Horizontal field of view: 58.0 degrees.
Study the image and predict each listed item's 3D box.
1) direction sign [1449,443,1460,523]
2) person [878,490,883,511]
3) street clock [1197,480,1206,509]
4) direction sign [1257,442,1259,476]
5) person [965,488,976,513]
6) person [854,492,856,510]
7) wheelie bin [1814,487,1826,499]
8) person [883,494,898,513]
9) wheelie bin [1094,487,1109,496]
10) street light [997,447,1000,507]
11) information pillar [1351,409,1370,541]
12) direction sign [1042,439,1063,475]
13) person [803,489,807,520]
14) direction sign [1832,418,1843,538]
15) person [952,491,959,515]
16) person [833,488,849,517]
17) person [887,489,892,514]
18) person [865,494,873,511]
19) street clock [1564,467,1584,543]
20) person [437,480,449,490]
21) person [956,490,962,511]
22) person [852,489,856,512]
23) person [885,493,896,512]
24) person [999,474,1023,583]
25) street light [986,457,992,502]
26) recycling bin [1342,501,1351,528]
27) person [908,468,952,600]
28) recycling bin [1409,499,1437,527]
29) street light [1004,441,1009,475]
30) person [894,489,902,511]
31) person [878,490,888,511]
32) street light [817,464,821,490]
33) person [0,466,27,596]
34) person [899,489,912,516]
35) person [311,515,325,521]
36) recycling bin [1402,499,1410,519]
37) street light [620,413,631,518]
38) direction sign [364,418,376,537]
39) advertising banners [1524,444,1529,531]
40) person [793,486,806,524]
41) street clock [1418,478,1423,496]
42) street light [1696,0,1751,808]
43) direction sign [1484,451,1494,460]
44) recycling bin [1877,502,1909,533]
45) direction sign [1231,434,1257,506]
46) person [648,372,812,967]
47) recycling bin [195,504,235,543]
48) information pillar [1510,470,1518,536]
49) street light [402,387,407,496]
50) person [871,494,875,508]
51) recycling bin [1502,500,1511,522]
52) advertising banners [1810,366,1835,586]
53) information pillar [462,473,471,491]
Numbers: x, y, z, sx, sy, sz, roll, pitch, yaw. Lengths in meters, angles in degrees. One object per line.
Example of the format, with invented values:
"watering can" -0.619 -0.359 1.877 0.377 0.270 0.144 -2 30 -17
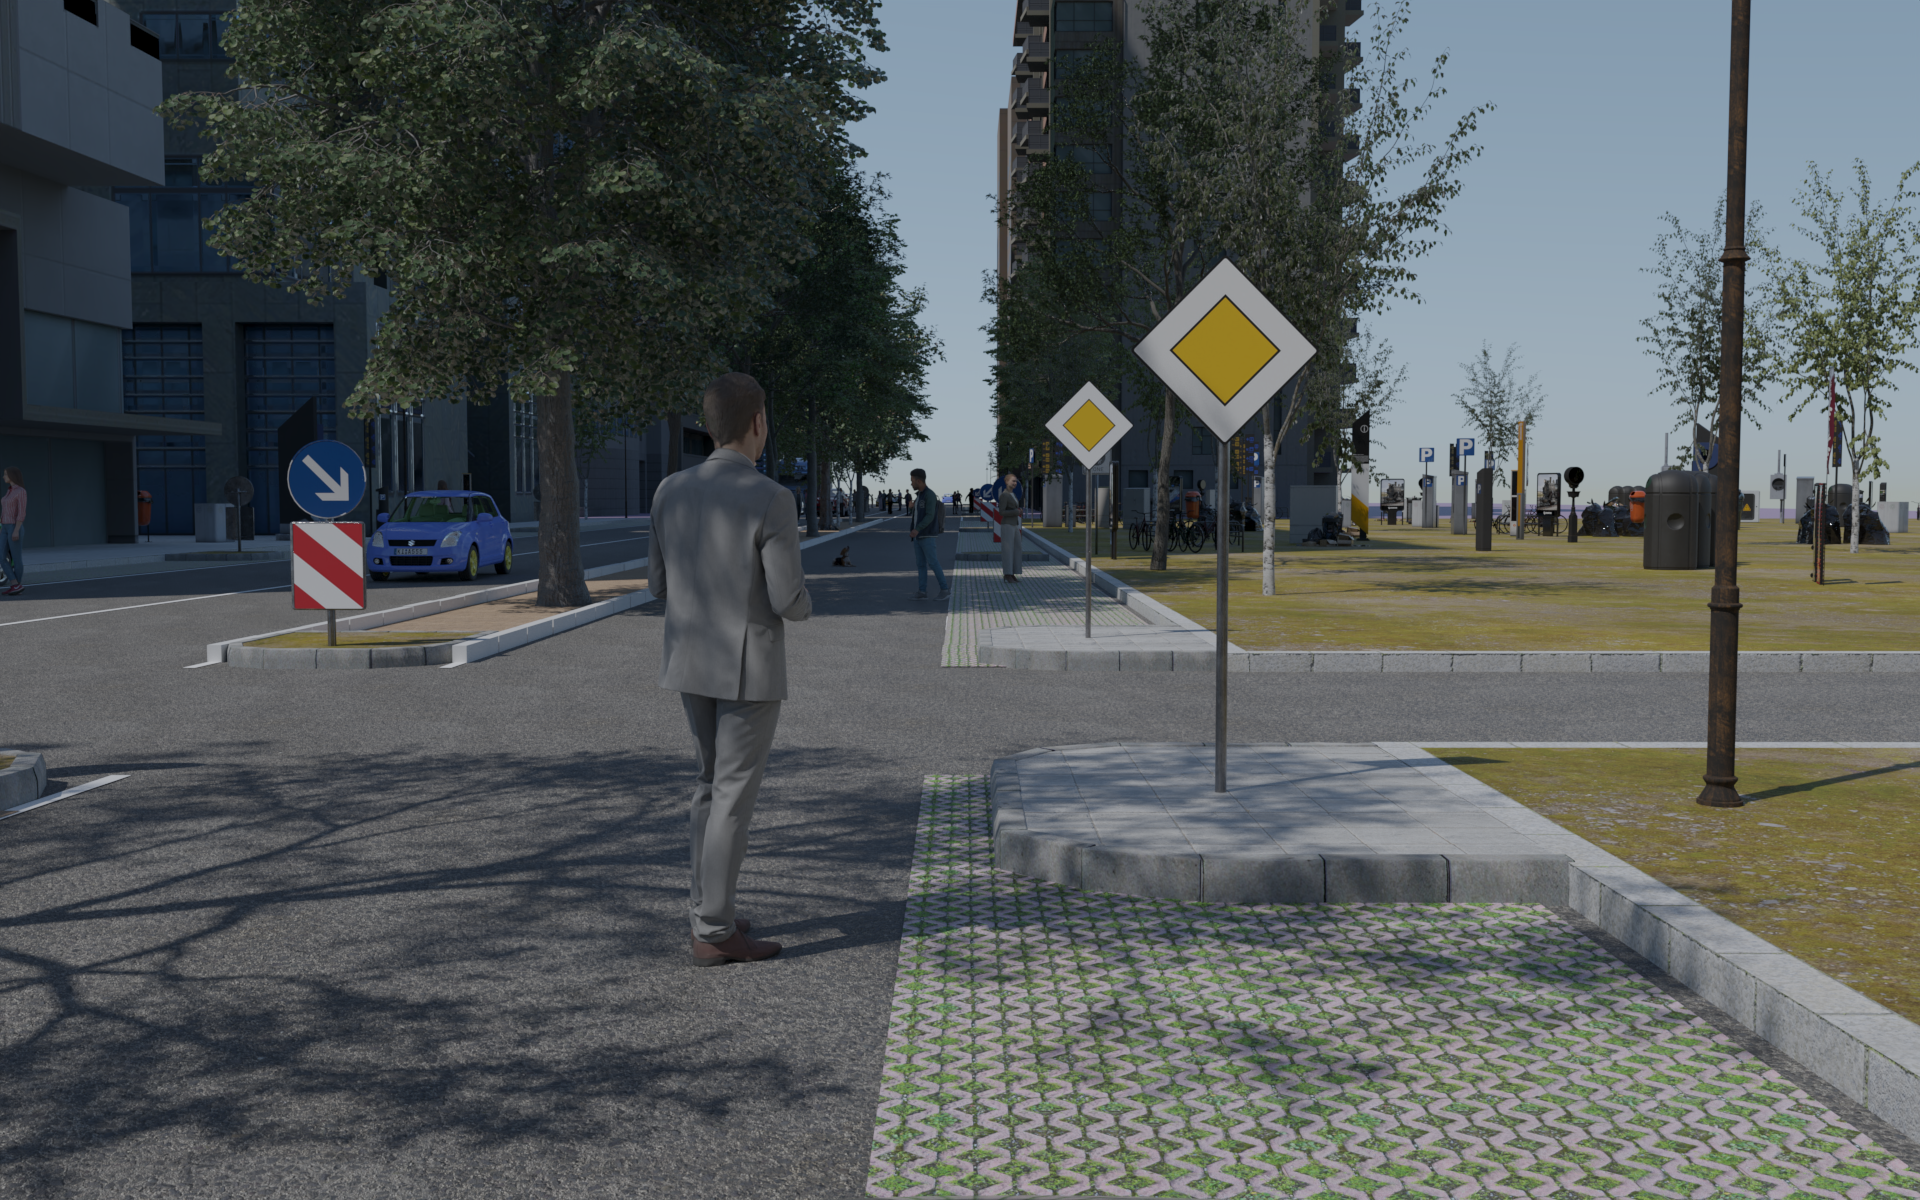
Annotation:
"direction sign" 22.137 -5.234 77.580 0.379 3.537 0.876 3 5 44
"person" -6.864 -8.561 149.145 0.551 1.740 0.621 2 4 30
"street clock" 12.196 -5.071 87.480 0.358 2.002 0.471 3 5 43
"direction sign" 12.483 -5.077 75.000 0.876 3.537 0.379 1 4 13
"person" 0.807 -6.704 117.747 1.348 1.869 0.705 -3 5 -41
"person" -9.469 -9.114 158.452 0.436 1.711 0.756 0 4 -1
"wheelie bin" 40.869 -4.571 82.641 0.693 1.594 0.980 -3 4 -38
"person" -5.197 -7.357 129.499 1.217 1.735 0.721 1 4 18
"wheelie bin" 6.141 -3.979 72.957 0.980 1.594 0.693 1 4 19
"street light" 3.699 -11.813 165.928 0.468 5.910 1.993 0 4 0
"information pillar" 11.006 -3.438 47.560 0.504 3.616 0.183 0 4 5
"direction sign" 3.810 -4.856 71.396 0.876 3.537 0.379 0 4 -4
"person" -8.329 -5.273 95.431 0.721 1.743 1.217 0 4 2
"direction sign" 25.473 -3.568 50.334 0.379 3.537 0.876 1 4 12
"person" -0.297 -6.795 121.072 0.593 1.643 0.415 2 4 32
"person" -7.295 -5.976 106.198 1.348 1.826 0.705 2 4 33
"person" -4.970 -6.978 122.607 0.705 1.823 1.348 -1 4 -10
"person" -7.666 -8.211 142.734 1.348 1.826 0.705 -3 5 -39
"street clock" 16.197 -2.518 45.734 0.471 2.002 0.358 -1 4 -12
"person" -11.621 -1.825 38.928 0.593 1.750 0.643 2 4 28
"person" -0.043 -8.484 147.658 0.683 1.767 0.568 -1 4 -17
"person" -8.208 -7.746 135.143 1.348 1.824 0.705 -3 4 -36
"person" -5.643 -8.026 139.868 0.705 1.807 1.348 3 4 38
"person" 0.839 -1.144 27.754 0.362 1.759 0.519 2 4 25
"street light" 3.712 -14.499 209.853 0.468 5.910 1.993 0 4 0
"recycling bin" 14.587 -3.311 66.685 0.722 1.027 0.722 -1 4 -18
"person" -0.476 -0.891 23.424 0.721 1.781 0.623 -2 4 -31
"recycling bin" 18.240 -3.394 68.042 0.722 1.027 0.722 3 5 41
"street light" 3.443 -9.368 125.947 0.468 5.910 1.993 0 4 0
"person" -5.261 -8.504 147.415 0.599 1.838 0.709 -2 4 -25
"person" -6.474 -8.457 146.855 0.705 1.814 1.350 -3 5 -44
"street light" -17.530 -14.859 215.734 0.468 5.910 1.993 0 4 0
"person" -13.460 -0.982 24.562 0.555 1.821 0.388 2 4 26
"person" -3.543 -6.366 113.114 0.750 1.759 0.617 -2 4 -32
"person" -11.348 -1.265 30.990 0.330 1.601 0.589 1 4 21
"recycling bin" 23.274 -4.692 89.261 0.722 1.027 0.722 -1 4 -18
"street light" -17.806 -7.305 92.221 0.468 5.910 1.993 0 4 0
"direction sign" -17.446 -3.624 51.250 0.379 3.537 0.876 0 3 0
"advertising banners" 19.520 -3.898 59.920 0.090 3.025 2.074 2 4 26
"person" -7.611 -4.498 82.227 0.709 1.800 0.728 -1 4 -17
"street clock" 20.460 -4.397 76.461 0.471 2.002 0.358 1 4 14
"street light" 3.144 -2.092 6.989 0.468 5.910 1.993 0 4 0
"direction sign" 27.637 -6.029 90.578 0.876 3.537 0.379 -3 5 -43
"recycling bin" 30.965 -2.749 57.502 0.722 1.027 0.722 -2 4 -35
"direction sign" 10.670 -4.494 65.467 0.876 3.537 0.379 0 4 5
"person" -0.657 0.202 5.403 0.606 1.804 0.583 2 4 30
"recycling bin" -19.841 -2.053 46.117 0.722 1.027 0.722 1 4 19
"information pillar" 16.875 -2.932 52.423 0.304 2.012 0.304 -3 5 -41
"street light" -17.830 -5.065 55.601 0.468 5.910 1.993 0 4 0
"person" -9.217 -10.433 182.333 0.557 1.426 1.065 1 4 14
"recycling bin" 22.893 -3.630 71.903 0.722 1.027 0.722 1 4 20
"advertising banners" 12.255 -1.737 24.595 0.090 3.025 2.074 1 4 22
"information pillar" -17.423 -3.469 61.209 0.304 2.012 0.304 -1 4 -13
